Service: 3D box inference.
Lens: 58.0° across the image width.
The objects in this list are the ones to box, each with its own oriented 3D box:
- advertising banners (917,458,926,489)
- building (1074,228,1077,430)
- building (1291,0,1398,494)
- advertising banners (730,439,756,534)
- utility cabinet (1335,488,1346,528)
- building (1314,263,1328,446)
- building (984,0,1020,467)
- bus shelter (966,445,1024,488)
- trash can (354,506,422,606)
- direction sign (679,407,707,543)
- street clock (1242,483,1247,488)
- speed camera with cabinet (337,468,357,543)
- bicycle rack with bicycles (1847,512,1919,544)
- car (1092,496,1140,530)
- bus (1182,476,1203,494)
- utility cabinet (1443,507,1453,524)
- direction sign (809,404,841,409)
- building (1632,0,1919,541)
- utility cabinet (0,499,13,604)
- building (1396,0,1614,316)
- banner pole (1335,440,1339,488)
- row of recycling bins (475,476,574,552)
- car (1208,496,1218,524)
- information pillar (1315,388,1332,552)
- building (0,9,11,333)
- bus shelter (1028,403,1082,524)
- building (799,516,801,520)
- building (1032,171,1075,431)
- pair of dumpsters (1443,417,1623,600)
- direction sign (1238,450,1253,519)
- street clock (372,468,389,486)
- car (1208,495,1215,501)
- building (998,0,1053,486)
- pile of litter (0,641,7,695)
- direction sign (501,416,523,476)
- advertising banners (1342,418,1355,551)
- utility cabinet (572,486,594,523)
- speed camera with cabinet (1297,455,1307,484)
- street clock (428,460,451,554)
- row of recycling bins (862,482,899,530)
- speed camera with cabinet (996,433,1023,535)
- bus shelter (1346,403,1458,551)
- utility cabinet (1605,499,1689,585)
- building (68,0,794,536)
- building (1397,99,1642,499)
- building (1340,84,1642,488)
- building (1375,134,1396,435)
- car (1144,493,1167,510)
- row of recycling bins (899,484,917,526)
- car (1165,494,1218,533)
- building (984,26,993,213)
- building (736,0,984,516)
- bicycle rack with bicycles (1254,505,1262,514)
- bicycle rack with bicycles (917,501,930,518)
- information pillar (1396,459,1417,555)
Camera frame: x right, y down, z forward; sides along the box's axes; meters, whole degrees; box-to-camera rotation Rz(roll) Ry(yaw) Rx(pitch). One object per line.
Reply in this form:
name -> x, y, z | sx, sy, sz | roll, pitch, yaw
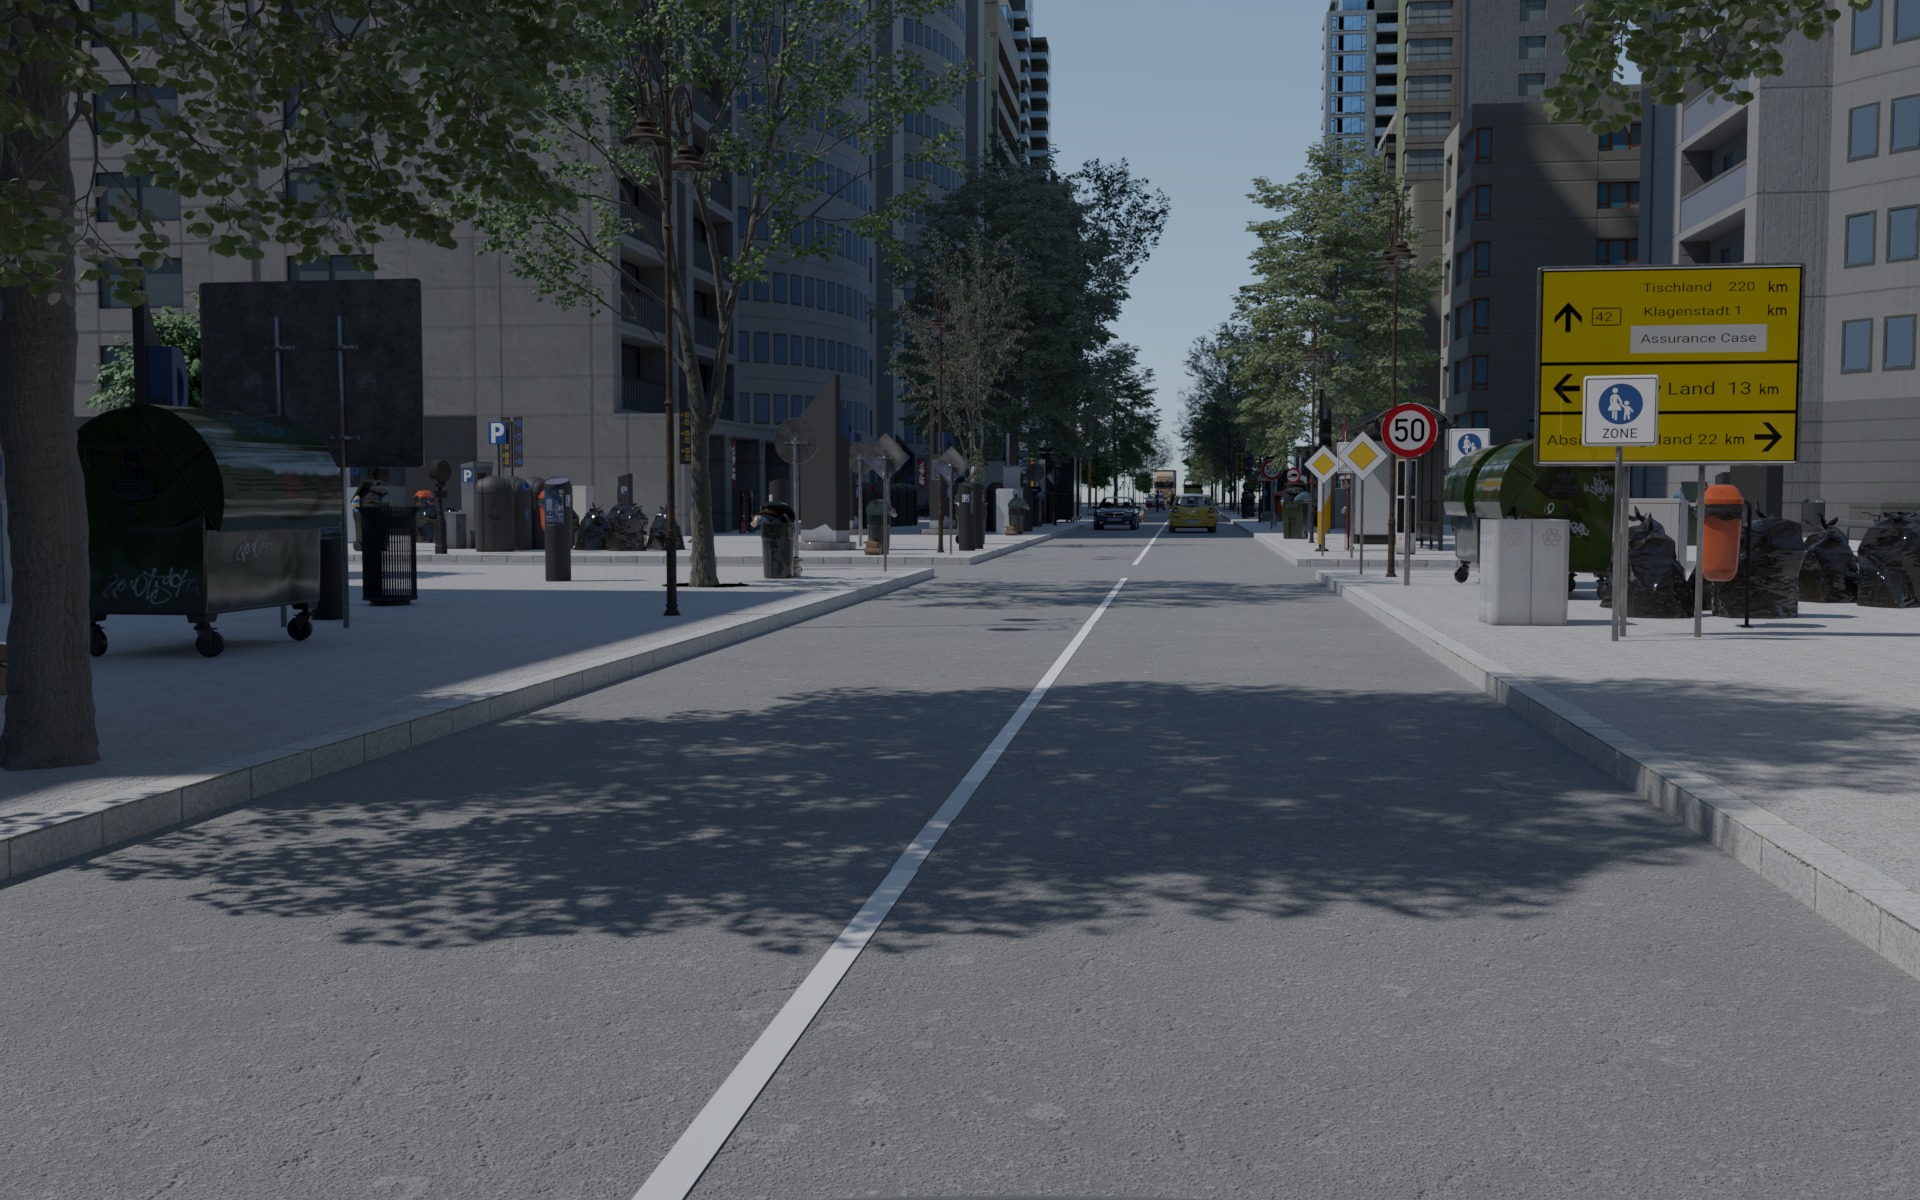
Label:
advertising banners -> -1.178, -5.409, 84.631 | 2.074, 3.025, 0.090 | 2, 4, 24
building -> 10.116, -35.179, 258.770 | 14.154, 41.232, 14.086 | 0, 4, 7
building -> 55.635, -55.764, 224.415 | 22.319, 86.520, 31.000 | 0, 4, 7
advertising banners -> -7.086, -3.687, 56.477 | 0.090, 3.025, 2.074 | 1, 4, 16
utility cabinet -> 14.090, -3.406, 64.365 | 1.173, 1.500, 0.318 | -1, 4, -12
building -> 64.638, -34.278, 252.328 | 32.217, 40.220, 23.993 | 0, 4, 7
building -> -5.860, -33.185, 166.275 | 21.300, 48.544, 21.600 | 0, 4, 7
bus shelter -> 1.415, -4.799, 72.385 | 2.014, 3.302, 5.546 | 0, 4, 7
trash can -> -6.596, -0.512, 20.018 | 0.748, 1.137, 0.748 | 0, 3, 0
direction sign -> -7.007, -3.278, 45.595 | 0.876, 3.537, 0.379 | -3, 5, -43
street clock -> 17.862, -6.331, 108.081 | 0.471, 2.002, 0.358 | 0, 4, -7
speed camera with cabinet -> -16.345, -3.152, 45.876 | 0.660, 3.252, 2.038 | -2, 4, -31
bicycle rack with bicycles -> 19.472, -1.348, 35.428 | 2.852, 0.926, 2.925 | 1, 4, 14
car -> 6.364, -3.528, 70.262 | 1.945, 1.354, 3.894 | 1, 4, 8
bus -> 32.104, -15.123, 238.802 | 2.896, 3.916, 12.252 | 0, 4, 7
utility cabinet -> 20.517, -3.911, 72.616 | 0.318, 1.500, 1.173 | -2, 4, -31
direction sign -> -3.393, -3.163, 43.719 | 0.876, 3.537, 0.379 | -2, 4, -30
building -> 37.580, -31.174, 51.692 | 28.212, 58.520, 21.231 | 0, 4, 7
utility cabinet -> -11.712, -0.559, 20.297 | 1.020, 1.237, 0.306 | -1, 4, -11
building -> 38.774, -27.092, 126.541 | 14.154, 41.232, 14.086 | 0, 4, 7
banner pole -> 17.129, -5.470, 79.455 | 0.863, 3.779, 0.401 | -2, 4, -35
row of recycling bins -> -10.038, -2.003, 39.858 | 1.069, 1.692, 3.534 | 1, 4, 16
car -> 11.529, -4.355, 83.781 | 1.945, 1.354, 3.894 | 0, 4, 6
information pillar -> 8.135, -2.893, 38.655 | 0.183, 3.616, 0.504 | 3, 4, 37
building -> -55.071, -23.119, 69.879 | 23.993, 40.220, 32.217 | 0, 4, 7
bus shelter -> 4.396, -6.171, 78.536 | 2.179, 5.291, 8.768 | 0, 4, 7
building -> -15.731, -33.809, 94.783 | 21.231, 58.520, 28.212 | 0, 4, 7
building -> 8.800, -36.341, 244.280 | 14.600, 45.320, 14.200 | 0, 4, 7
pair of dumpsters -> 7.511, -1.247, 22.881 | 1.574, 2.255, 4.437 | 0, 4, 7
direction sign -> 14.780, -5.979, 89.753 | 0.876, 3.537, 0.379 | -2, 4, -26
street clock -> -13.964, -2.275, 41.766 | 0.358, 2.002, 0.471 | -3, 5, -44
car -> 18.032, -7.186, 129.498 | 2.014, 1.417, 4.499 | 0, 4, 8
building -> 1.424, -55.570, 221.239 | 22.319, 86.520, 31.000 | 0, 4, 7
pile of litter -> -6.491, 0.163, 11.306 | 1.176, 0.858, 1.719 | 1, 4, 8
direction sign -> -13.117, -3.594, 50.763 | 0.876, 3.537, 0.379 | 2, 4, 34
advertising banners -> 8.875, -2.654, 39.584 | 0.090, 3.025, 2.074 | 0, 4, 6
utility cabinet -> -10.304, -2.311, 46.456 | 1.173, 1.500, 0.318 | 3, 4, 36
speed camera with cabinet -> 16.407, -5.674, 87.110 | 2.038, 3.252, 0.660 | 1, 4, 14
street clock -> -11.101, -1.984, 37.002 | 0.358, 2.002, 0.471 | 1, 4, 22
row of recycling bins -> -3.462, -3.122, 58.164 | 1.069, 1.692, 3.534 | 2, 4, 27
speed camera with cabinet -> 1.606, -3.738, 55.459 | 0.660, 3.252, 2.038 | 1, 4, 11
bus shelter -> 10.402, -2.900, 41.340 | 2.014, 3.302, 5.546 | 0, 4, 7
utility cabinet -> 9.466, -0.778, 23.886 | 1.020, 1.237, 0.306 | 3, 5, 43
building -> -17.117, -38.147, 61.949 | 20.563, 71.187, 20.611 | 0, 4, 7
building -> 38.252, -14.955, 89.557 | 27.650, 21.520, 28.899 | 0, 4, 7
building -> 51.905, -28.542, 158.537 | 32.217, 40.220, 23.993 | 0, 4, 7
building -> 40.885, -22.587, 141.001 | 14.160, 30.474, 14.107 | 0, 4, 7
car -> 17.884, -9.128, 158.284 | 2.155, 1.783, 4.494 | 1, 4, 8
row of recycling bins -> -2.496, -3.816, 69.507 | 1.069, 1.692, 3.534 | 1, 4, 16
car -> 8.694, -3.347, 64.939 | 2.015, 1.641, 3.980 | 0, 4, 6
building -> -4.964, -28.403, 147.983 | 14.154, 41.232, 14.086 | 0, 4, 7
building -> -10.281, -35.771, 126.862 | 21.231, 58.520, 28.212 | 0, 4, 7
bicycle rack with bicycles -> 18.840, -5.580, 104.619 | 2.925, 0.926, 2.852 | 2, 4, 23
bicycle rack with bicycles -> -1.209, -5.762, 107.597 | 2.925, 0.926, 2.852 | 2, 4, 32
information pillar -> 9.449, -1.968, 36.664 | 0.304, 2.012, 0.304 | -2, 4, -27
